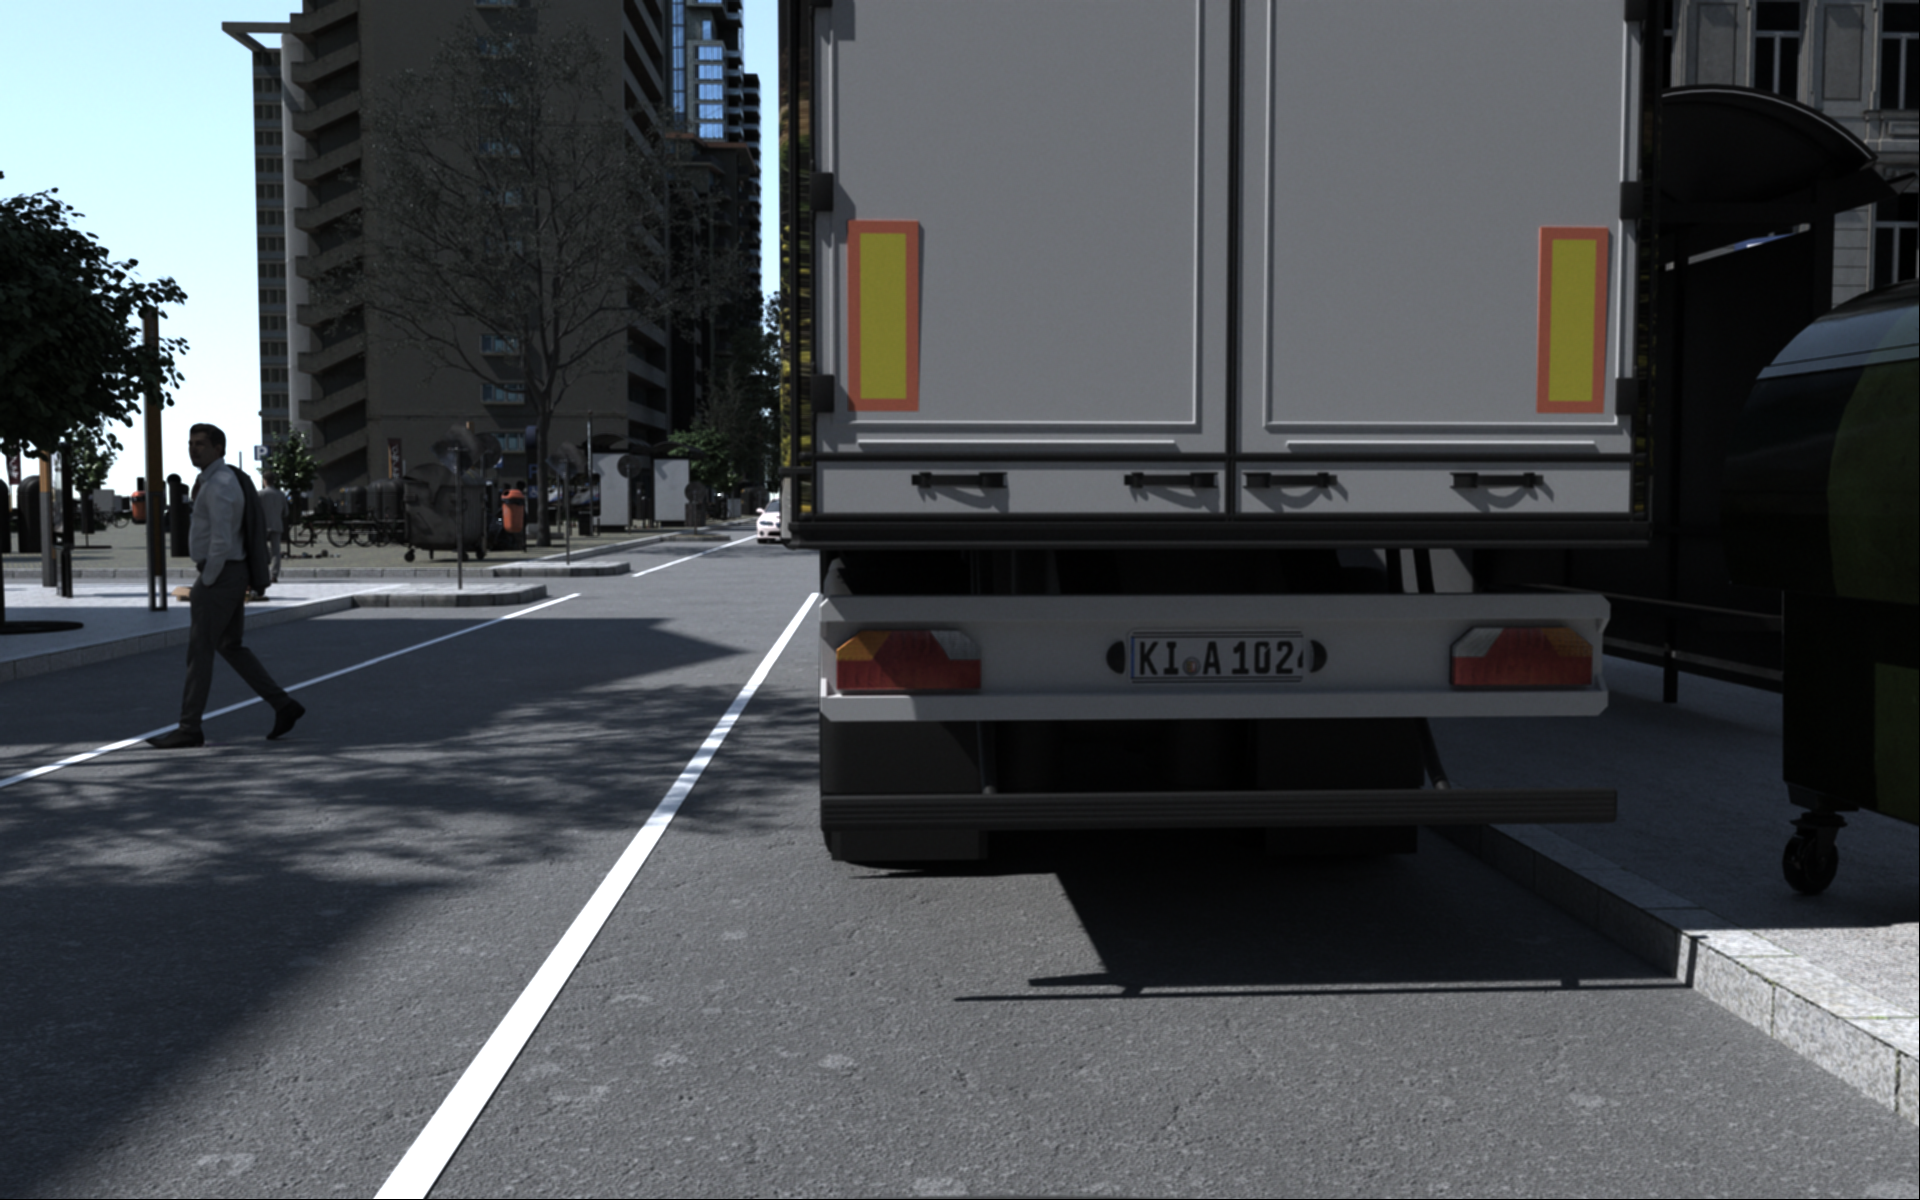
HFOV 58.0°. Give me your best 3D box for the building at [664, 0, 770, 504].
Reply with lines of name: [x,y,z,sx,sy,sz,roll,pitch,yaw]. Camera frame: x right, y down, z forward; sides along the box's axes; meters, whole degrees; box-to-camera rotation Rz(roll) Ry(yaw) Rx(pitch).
building: [-37.417,-56.671,239.235,22.319,86.520,31.000,0,4,-2]

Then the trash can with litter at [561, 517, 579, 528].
trash can with litter: [-16.247,-3.788,72.986,2.233,1.210,1.678,-3,4,-38]

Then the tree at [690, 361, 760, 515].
tree: [-13.232,-8.940,96.539,4.360,8.622,3.978,0,3,0]

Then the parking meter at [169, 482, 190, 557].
parking meter: [-15.912,-1.646,35.328,0.372,1.533,0.369,0,3,0]

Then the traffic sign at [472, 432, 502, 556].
traffic sign: [-9.836,-2.181,35.757,0.768,2.556,0.104,0,4,-2]

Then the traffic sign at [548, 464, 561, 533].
traffic sign: [-12.275,-3.234,52.983,0.768,2.556,0.104,0,4,7]

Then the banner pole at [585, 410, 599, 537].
banner pole: [-11.122,-3.797,52.104,0.401,3.779,0.863,-1,4,-19]

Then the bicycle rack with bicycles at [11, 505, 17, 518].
bicycle rack with bicycles: [-42.908,-4.177,81.672,2.925,0.926,2.852,3,4,37]

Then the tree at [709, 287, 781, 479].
tree: [-13.639,-17.388,140.181,12.611,20.169,13.585,0,3,0]

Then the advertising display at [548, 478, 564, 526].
advertising display: [-16.486,-3.961,69.984,0.974,1.923,0.123,1,4,9]

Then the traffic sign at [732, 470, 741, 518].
traffic sign: [-11.735,-5.473,89.484,0.884,2.594,0.081,0,4,6]

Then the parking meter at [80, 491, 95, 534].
parking meter: [-28.108,-2.898,55.786,0.372,1.533,0.369,0,3,0]

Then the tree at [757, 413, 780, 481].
tree: [-16.833,-16.208,182.015,9.611,12.733,9.660,0,3,0]

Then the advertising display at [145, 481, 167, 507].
advertising display: [-38.557,-4.759,83.017,0.974,1.923,0.123,-3,5,-41]

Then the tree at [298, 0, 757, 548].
tree: [-10.162,-8.042,41.851,12.009,13.543,11.850,0,3,0]

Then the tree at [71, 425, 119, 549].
tree: [-20.729,-2.822,40.741,1.663,3.219,1.824,0,3,0]

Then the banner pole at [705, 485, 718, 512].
banner pole: [-12.778,-6.086,89.519,0.863,3.779,0.401,0,4,7]

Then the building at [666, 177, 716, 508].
building: [-30.195,-23.685,158.945,14.160,30.474,14.107,0,4,-2]

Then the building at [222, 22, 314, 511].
building: [-38.383,-27.362,139.257,32.217,40.220,23.993,0,4,-2]

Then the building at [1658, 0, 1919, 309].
building: [31.775,-16.636,48.414,44.131,29.872,17.030,0,4,-2]

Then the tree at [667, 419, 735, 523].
tree: [-11.409,-5.652,76.128,4.285,4.588,4.351,0,3,0]

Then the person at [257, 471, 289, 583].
person: [-11.236,-1.184,28.058,0.583,1.804,0.606,3,4,36]

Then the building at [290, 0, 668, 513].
building: [-31.795,-30.129,116.309,21.300,48.544,21.600,0,4,-2]

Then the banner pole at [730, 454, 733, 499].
banner pole: [-14.081,-7.109,106.253,0.401,3.779,0.863,-2,4,-28]

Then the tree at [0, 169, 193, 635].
tree: [-9.181,-1.992,16.291,4.285,4.588,4.351,0,3,0]

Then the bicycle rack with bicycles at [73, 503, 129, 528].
bicycle rack with bicycles: [-33.163,-3.211,65.886,2.925,0.926,2.852,-1,4,-10]

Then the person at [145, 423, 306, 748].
person: [-4.219,-0.081,9.918,0.850,1.850,0.679,-1,4,-22]

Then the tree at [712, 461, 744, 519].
tree: [-11.978,-5.724,88.196,1.663,3.219,1.824,0,3,0]

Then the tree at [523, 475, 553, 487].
tree: [-23.450,-6.217,96.255,1.663,3.219,1.824,0,3,0]

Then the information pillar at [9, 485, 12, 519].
information pillar: [-49.183,-6.013,89.668,0.183,3.616,0.504,-2,4,-32]

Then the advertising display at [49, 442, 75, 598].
advertising display: [-11.236,-1.007,21.677,0.123,1.923,0.974,-2,4,-35]

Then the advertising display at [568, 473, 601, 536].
advertising display: [-11.594,-2.952,53.474,0.974,1.923,0.123,-1,4,-12]

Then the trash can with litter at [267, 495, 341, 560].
trash can with litter: [-13.270,-1.446,34.693,1.678,1.210,2.233,2,4,35]

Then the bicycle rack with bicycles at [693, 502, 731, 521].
bicycle rack with bicycles: [-12.386,-4.228,82.508,2.925,0.926,2.852,0,4,-3]

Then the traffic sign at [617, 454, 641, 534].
traffic sign: [-10.583,-3.382,55.398,0.768,2.556,0.104,0,4,4]

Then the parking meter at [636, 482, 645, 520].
parking meter: [-15.688,-4.857,85.118,0.399,1.863,0.255,2,4,30]

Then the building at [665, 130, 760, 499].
building: [-36.156,-34.008,210.651,22.147,44.769,28.867,0,4,-2]

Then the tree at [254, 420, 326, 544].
tree: [-17.468,-3.108,45.422,1.663,3.219,1.824,0,3,0]

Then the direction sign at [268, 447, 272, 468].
direction sign: [-33.165,-5.586,83.320,0.379,3.537,0.876,-2,4,-30]

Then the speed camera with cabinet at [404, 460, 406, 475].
speed camera with cabinet: [-32.669,-6.600,102.251,0.660,3.252,2.038,0,4,4]

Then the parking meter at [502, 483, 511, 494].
parking meter: [-23.580,-5.164,90.135,0.255,1.863,0.399,3,5,40]

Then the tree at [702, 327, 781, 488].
tree: [-13.912,-12.226,118.016,7.486,12.596,7.792,0,3,0]

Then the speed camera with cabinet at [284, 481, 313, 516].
speed camera with cabinet: [-37.396,-6.338,97.957,0.660,3.252,2.038,1,4,12]

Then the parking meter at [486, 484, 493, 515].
parking meter: [-11.956,-2.153,43.617,0.372,1.533,0.369,0,3,0]

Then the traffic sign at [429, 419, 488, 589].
traffic sign: [-6.735,-1.201,23.286,0.795,2.450,0.064,0,4,-2]

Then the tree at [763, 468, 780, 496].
tree: [-14.137,-8.344,131.018,1.663,3.219,1.824,0,3,0]

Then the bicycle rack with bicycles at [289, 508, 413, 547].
bicycle rack with bicycles: [-14.593,-1.788,42.615,2.925,0.926,2.852,1,4,12]

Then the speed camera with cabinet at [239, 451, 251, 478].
speed camera with cabinet: [-33.624,-5.199,79.346,2.038,3.252,0.660,-2,4,-34]

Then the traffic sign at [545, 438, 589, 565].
traffic sign: [-7.084,-1.689,31.263,0.795,2.450,0.064,0,4,-2]

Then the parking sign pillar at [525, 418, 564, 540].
parking sign pillar: [-11.969,-3.705,49.046,1.447,3.967,1.447,0,4,-6]

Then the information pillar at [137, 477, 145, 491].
information pillar: [-35.476,-4.316,75.057,0.304,2.012,0.304,-1,4,-22]
